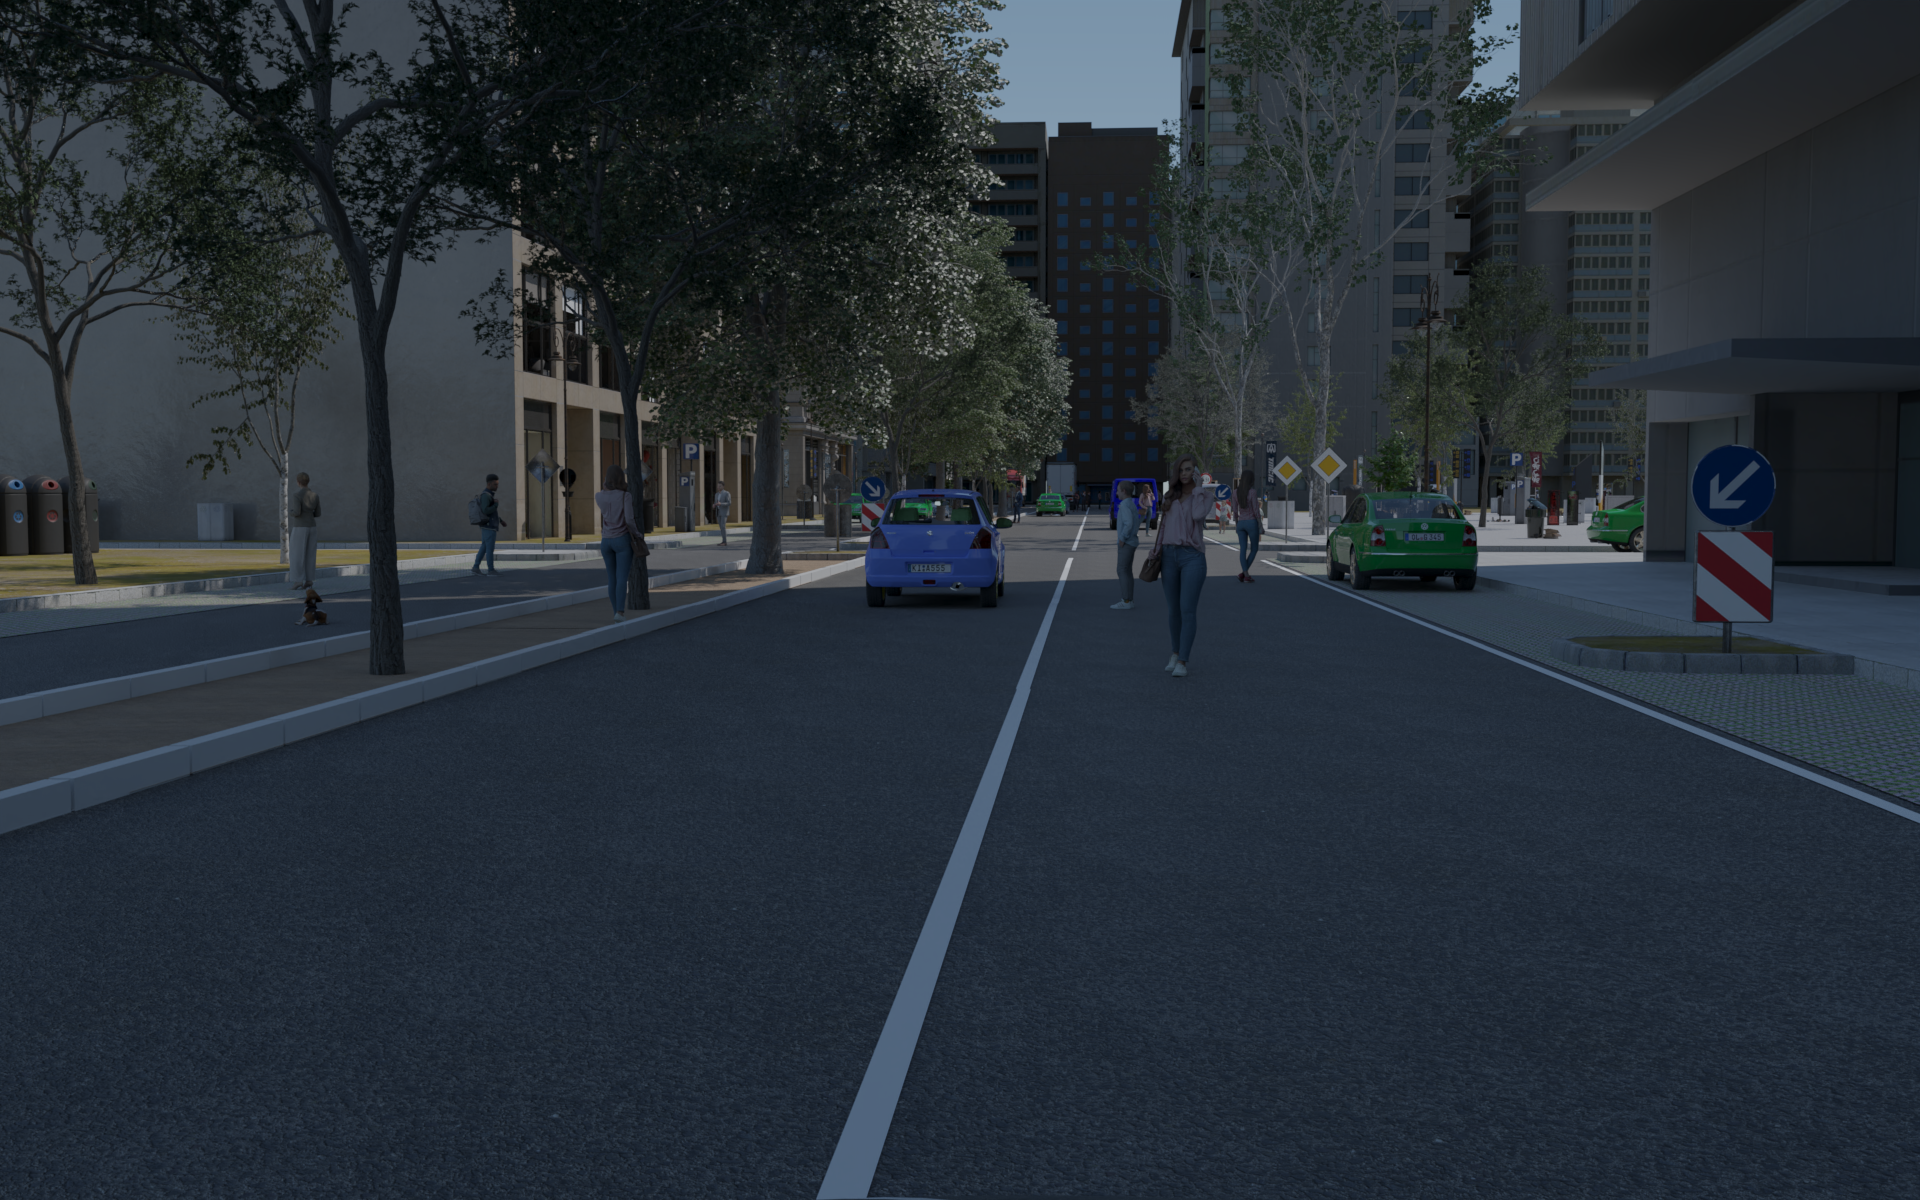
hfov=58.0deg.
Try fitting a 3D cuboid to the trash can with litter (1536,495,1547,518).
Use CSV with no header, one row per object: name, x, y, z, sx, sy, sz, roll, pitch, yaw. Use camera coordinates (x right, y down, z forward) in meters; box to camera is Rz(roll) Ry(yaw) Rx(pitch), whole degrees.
trash can with litter,31.978,-5.135,95.006,2.233,1.210,1.678,1,4,16

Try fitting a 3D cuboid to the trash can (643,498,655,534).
trash can,-10.248,-2.724,56.186,0.748,1.137,0.748,0,3,0

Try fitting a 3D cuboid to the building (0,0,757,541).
building,-20.394,-15.888,64.286,19.350,26.468,34.151,0,4,4

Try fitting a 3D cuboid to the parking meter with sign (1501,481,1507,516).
parking meter with sign,32.333,-6.455,101.804,0.543,3.016,1.738,-1,4,-19

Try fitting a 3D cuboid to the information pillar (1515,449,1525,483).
information pillar,29.196,-6.051,90.293,0.504,3.616,0.183,-1,4,-11

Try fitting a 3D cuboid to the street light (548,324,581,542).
street light,-10.585,-4.508,46.498,0.468,5.910,1.993,0,4,4

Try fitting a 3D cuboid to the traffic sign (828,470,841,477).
traffic sign,-6.691,-5.680,92.967,0.768,2.556,0.104,0,4,5

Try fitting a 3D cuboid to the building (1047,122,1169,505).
building,17.995,-34.336,211.500,14.200,45.320,14.600,0,4,4

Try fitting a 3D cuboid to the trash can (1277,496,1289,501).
trash can,20.512,-6.017,110.039,0.748,1.137,0.748,0,3,0

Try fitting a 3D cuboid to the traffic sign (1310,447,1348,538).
traffic sign,7.839,-2.033,36.879,0.795,2.450,0.064,0,4,4

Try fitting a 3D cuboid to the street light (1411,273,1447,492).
street light,9.803,-3.886,36.326,0.468,5.910,1.993,0,4,4

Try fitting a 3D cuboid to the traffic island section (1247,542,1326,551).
traffic island section,8.479,-1.384,44.916,2.009,0.180,2.903,0,4,4

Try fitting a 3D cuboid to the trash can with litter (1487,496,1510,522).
trash can with litter,24.782,-4.207,79.841,1.678,1.210,2.233,1,4,19

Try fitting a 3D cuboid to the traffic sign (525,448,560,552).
traffic sign,-9.203,-2.114,38.211,0.795,2.450,0.064,0,4,4

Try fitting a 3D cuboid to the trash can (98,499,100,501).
trash can,-24.106,-2.208,47.748,0.748,1.137,0.748,0,3,0

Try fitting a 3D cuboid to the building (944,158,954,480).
building,-7.751,-30.938,189.428,14.086,41.232,14.154,0,4,4

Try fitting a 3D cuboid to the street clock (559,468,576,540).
street clock,-10.979,-2.688,48.514,0.471,2.002,0.358,-1,4,-15

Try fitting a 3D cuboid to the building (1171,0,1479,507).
building,36.725,-36.061,178.833,28.713,52.752,27.495,0,4,4

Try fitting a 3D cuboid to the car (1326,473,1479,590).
car,6.834,-1.117,27.060,1.959,1.807,4.718,0,4,4

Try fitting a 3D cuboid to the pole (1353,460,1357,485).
pole,23.577,-6.703,103.437,0.158,3.312,0.155,0,3,0

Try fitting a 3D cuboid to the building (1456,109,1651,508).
building,63.046,-29.512,174.410,23.993,40.220,32.217,0,4,4

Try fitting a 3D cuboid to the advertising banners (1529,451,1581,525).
advertising banners,24.345,-4.570,70.905,2.074,3.025,0.090,1,4,10

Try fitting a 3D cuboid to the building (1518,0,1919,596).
building,23.111,-26.246,18.354,28.713,52.752,27.495,0,4,4

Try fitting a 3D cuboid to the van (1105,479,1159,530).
van,7.105,-4.080,71.087,2.240,2.365,5.245,0,4,4

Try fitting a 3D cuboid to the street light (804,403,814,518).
street light,-7.435,-6.962,86.610,0.468,5.910,1.993,0,4,4

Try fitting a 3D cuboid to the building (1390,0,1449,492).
building,30.944,-43.787,154.169,20.563,71.187,20.611,0,4,4

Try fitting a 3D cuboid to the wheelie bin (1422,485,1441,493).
wheelie bin,16.520,-3.247,60.992,0.693,1.594,0.980,0,4,-4

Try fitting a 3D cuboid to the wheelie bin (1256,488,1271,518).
wheelie bin,16.017,-5.128,91.758,0.693,1.594,0.980,-2,4,-33

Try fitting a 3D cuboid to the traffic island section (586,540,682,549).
traffic island section,-8.612,-1.465,46.236,2.009,0.180,2.903,0,4,4

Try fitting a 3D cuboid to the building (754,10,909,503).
building,-16.193,-31.628,136.733,23.786,49.044,30.456,0,4,4

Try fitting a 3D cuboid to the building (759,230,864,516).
building,-13.307,-15.313,101.271,10.553,20.767,40.483,0,4,4

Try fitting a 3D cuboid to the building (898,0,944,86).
building,-13.038,-32.958,162.572,21.300,48.544,21.600,0,4,4

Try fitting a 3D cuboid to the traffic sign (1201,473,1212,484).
traffic sign,14.733,-6.353,103.977,0.768,2.556,0.104,1,4,8

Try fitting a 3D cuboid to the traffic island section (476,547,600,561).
traffic island section,-9.227,-0.978,38.275,2.009,0.180,2.903,0,4,4

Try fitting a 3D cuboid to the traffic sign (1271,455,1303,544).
traffic sign,8.455,-2.520,44.840,0.795,2.450,0.064,0,4,4

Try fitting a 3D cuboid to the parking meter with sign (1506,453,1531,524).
parking meter with sign,24.018,-4.744,73.822,0.543,3.016,1.738,3,4,39

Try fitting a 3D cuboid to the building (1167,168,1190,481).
building,32.321,-32.185,209.815,14.086,41.232,14.154,0,4,4

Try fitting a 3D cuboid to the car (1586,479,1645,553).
car,17.415,-1.977,41.126,4.718,1.807,1.959,0,4,6

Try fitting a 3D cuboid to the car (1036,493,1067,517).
car,5.859,-6.271,111.326,1.959,1.807,4.718,0,4,5

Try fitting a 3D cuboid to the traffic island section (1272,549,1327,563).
traffic island section,7.863,-0.897,36.954,2.009,0.180,2.903,0,4,4

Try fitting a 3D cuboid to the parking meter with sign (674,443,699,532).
parking meter with sign,-9.304,-3.827,58.825,0.543,3.016,1.738,0,4,4

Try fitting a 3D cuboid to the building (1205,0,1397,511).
building,26.366,-27.782,137.837,14.154,41.232,14.086,0,4,4

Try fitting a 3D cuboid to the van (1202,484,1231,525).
van,10.407,-4.023,72.790,2.013,2.044,4.112,0,4,5

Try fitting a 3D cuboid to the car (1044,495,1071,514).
car,7.067,-6.988,126.249,2.014,1.417,4.499,0,4,5

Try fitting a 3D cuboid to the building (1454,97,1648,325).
building,69.049,-36.202,211.512,30.456,49.044,23.786,0,4,4

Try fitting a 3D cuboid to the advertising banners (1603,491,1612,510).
advertising banners,29.268,-5.040,78.594,0.090,3.025,2.074,0,4,7

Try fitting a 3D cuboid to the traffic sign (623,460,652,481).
traffic sign,-8.587,-2.601,46.172,0.795,2.450,0.064,0,4,4

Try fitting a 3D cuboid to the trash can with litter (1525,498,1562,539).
trash can with litter,16.834,-2.357,49.916,0.624,1.170,1.055,-3,5,-41

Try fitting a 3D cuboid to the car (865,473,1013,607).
car,-0.275,-0.835,23.239,1.945,1.707,3.694,0,4,3

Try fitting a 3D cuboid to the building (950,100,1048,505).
building,0.419,-36.243,216.274,21.600,48.544,21.300,0,4,4

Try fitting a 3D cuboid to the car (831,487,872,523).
car,-5.393,-4.759,86.613,1.959,1.807,4.718,0,4,6
